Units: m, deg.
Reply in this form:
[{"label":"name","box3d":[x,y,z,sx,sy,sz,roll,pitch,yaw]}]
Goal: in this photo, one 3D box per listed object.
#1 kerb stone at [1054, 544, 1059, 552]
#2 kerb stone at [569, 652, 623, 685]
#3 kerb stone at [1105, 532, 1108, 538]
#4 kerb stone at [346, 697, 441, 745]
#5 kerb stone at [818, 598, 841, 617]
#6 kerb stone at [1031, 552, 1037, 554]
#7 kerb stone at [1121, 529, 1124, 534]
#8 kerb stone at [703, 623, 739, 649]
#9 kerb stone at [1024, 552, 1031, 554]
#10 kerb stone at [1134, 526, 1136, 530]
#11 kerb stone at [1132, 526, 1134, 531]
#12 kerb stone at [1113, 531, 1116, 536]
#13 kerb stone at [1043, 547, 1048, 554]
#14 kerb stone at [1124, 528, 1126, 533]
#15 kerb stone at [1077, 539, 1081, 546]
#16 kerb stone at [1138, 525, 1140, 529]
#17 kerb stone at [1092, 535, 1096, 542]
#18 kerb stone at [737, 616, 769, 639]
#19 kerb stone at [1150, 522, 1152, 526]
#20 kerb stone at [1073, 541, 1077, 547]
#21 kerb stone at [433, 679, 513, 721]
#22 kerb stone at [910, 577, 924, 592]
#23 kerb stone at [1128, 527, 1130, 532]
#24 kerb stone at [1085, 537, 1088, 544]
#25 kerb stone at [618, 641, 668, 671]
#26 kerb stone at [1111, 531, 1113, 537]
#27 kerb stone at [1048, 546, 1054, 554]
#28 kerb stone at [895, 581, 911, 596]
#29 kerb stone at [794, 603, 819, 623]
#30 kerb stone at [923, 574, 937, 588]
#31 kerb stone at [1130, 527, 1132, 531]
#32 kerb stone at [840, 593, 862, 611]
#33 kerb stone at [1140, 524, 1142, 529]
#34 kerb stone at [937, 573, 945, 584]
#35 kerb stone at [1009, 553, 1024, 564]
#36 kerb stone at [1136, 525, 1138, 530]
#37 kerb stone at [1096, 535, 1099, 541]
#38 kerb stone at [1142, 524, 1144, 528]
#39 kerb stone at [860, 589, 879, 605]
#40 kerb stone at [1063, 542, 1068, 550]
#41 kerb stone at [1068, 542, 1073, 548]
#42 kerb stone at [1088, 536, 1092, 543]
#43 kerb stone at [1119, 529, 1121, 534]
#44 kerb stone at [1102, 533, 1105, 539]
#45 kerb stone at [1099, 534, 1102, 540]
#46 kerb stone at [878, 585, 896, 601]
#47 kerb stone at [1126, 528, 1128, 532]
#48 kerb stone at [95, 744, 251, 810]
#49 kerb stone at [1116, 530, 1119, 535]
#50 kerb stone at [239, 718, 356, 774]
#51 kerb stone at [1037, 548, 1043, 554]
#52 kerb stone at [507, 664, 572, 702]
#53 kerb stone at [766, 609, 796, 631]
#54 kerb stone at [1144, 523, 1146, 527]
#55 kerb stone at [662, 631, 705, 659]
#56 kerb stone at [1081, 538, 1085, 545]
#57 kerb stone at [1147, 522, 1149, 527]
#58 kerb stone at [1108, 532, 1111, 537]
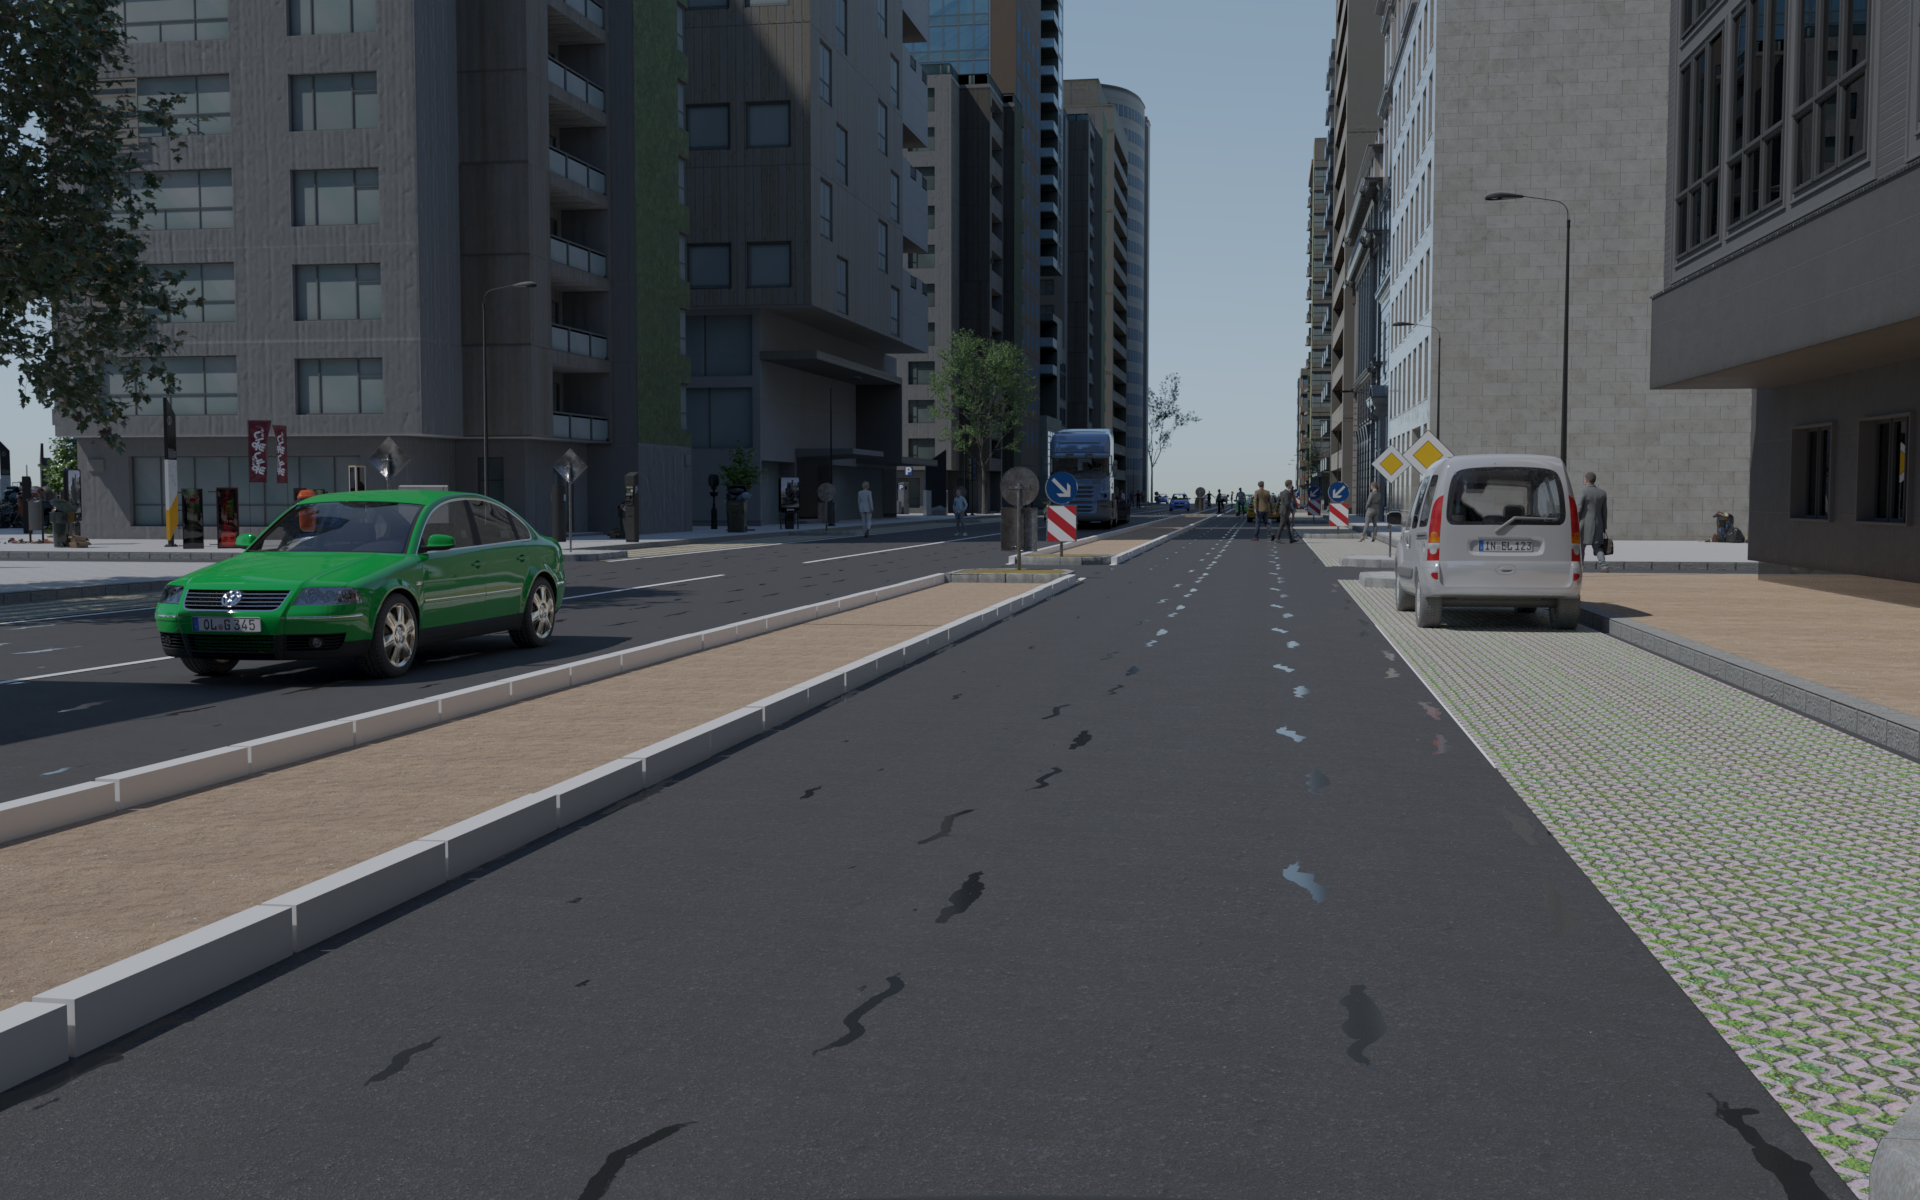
[{"label":"kerb stone","box3d":[2.225,-1.224,42.208,0.120,0.150,1.000,1,4,10]},{"label":"kerb stone","box3d":[-2.857,0.540,13.362,0.120,0.150,1.000,1,4,10]},{"label":"kerb stone","box3d":[4.541,-2.024,55.334,0.120,0.150,1.000,1,4,10]},{"label":"kerb stone","box3d":[-3.397,0.726,10.322,0.120,0.150,1.000,1,4,10]},{"label":"kerb stone","box3d":[-1.613,0.110,20.443,0.120,0.150,1.000,1,4,10]},{"label":"kerb stone","box3d":[1.516,-0.976,38.158,0.120,0.150,1.000,1,4,10]},{"label":"kerb stone","box3d":[5.612,-2.398,61.400,0.120,0.150,1.000,1,4,10]},{"label":"kerb stone","box3d":[-2.324,0.357,16.392,0.120,0.150,1.000,1,4,10]},{"label":"kerb stone","box3d":[1.334,-0.914,37.143,0.120,0.150,1.000,1,4,10]},{"label":"kerb stone","box3d":[6.673,-2.764,67.453,0.120,0.150,1.000,1,4,10]},{"label":"kerb stone","box3d":[6.500,-2.706,66.446,0.120,0.150,1.000,1,4,10]},{"label":"kerb stone","box3d":[5.074,-2.211,58.365,0.120,0.150,1.000,1,4,10]},{"label":"kerb stone","box3d":[1.869,-1.101,40.189,0.120,0.150,1.000,1,4,10]},{"label":"kerb stone","box3d":[5.784,-2.459,62.407,0.120,0.150,1.000,1,4,10]},{"label":"kerb stone","box3d":[3.121,-1.529,47.262,0.120,0.150,1.000,1,4,10]},{"label":"kerb stone","box3d":[7.033,-2.890,69.468,0.120,0.150,1.000,1,4,10]},{"label":"kerb stone","box3d":[3.831,-1.775,51.296,0.120,0.150,1.000,1,4,10]},{"label":"kerb stone","box3d":[-2.148,0.293,17.405,0.120,0.150,1.000,1,4,10]},{"label":"kerb stone","box3d":[8.272,-3.323,76.538,0.120,0.150,1.000,1,4,10]},{"label":"kerb stone","box3d":[2.943,-1.472,46.255,0.120,0.150,1.000,1,4,10]},{"label":"kerb stone","box3d":[-3.217,0.664,11.337,0.120,0.150,1.000,1,4,10]},{"label":"kerb stone","box3d":[-0.719,-0.202,25.494,0.120,0.150,1.000,1,4,10]},{"label":"kerb stone","box3d":[6.146,-2.582,64.422,0.120,0.150,1.000,1,4,10]},{"label":"kerb stone","box3d":[3.470,-1.655,49.284,0.120,0.150,1.000,1,4,10]},{"label":"kerb stone","box3d":[-2.677,0.478,14.378,0.120,0.150,1.000,1,4,10]},{"label":"kerb stone","box3d":[4.891,-2.150,57.351,0.120,0.150,1.000,1,4,10]},{"label":"kerb stone","box3d":[2.044,-1.162,41.196,0.120,0.150,1.000,1,4,10]},{"label":"kerb stone","box3d":[-0.895,-0.136,24.487,0.120,0.150,1.000,1,4,10]},{"label":"kerb stone","box3d":[-1.795,0.169,19.437,0.120,0.150,1.000,1,4,10]},{"label":"kerb stone","box3d":[-0.544,-0.263,26.504,0.120,0.150,1.000,1,4,10]},{"label":"kerb stone","box3d":[6.322,-2.644,65.428,0.120,0.150,1.000,1,4,10]},{"label":"kerb stone","box3d":[-1.425,0.045,21.456,0.120,0.150,1.000,1,4,10]},{"label":"kerb stone","box3d":[7.216,-2.953,70.473,0.120,0.150,1.000,1,4,10]},{"label":"kerb stone","box3d":[-0.369,-0.326,27.524,0.120,0.150,1.000,1,4,10]},{"label":"kerb stone","box3d":[1.150,-0.850,36.126,0.120,0.150,1.000,1,4,10]},{"label":"kerb stone","box3d":[6.853,-2.828,68.462,0.120,0.150,1.000,1,4,10]},{"label":"kerb stone","box3d":[4.012,-1.842,52.311,0.120,0.150,1.000,1,4,10]},{"label":"kerb stone","box3d":[7.384,-3.014,71.482,0.120,0.150,1.000,1,4,10]},{"label":"kerb stone","box3d":[-1.257,-0.017,22.474,0.120,0.150,1.000,1,4,10]},{"label":"kerb stone","box3d":[2.581,-1.345,44.237,0.120,0.150,1.000,1,4,10]},{"label":"kerb stone","box3d":[2.767,-1.403,45.249,0.120,0.150,1.000,1,4,10]},{"label":"kerb stone","box3d":[3.658,-1.718,50.288,0.120,0.150,1.000,1,4,10]},{"label":"kerb stone","box3d":[5.434,-2.330,60.384,0.120,0.150,1.000,1,4,10]},{"label":"kerb stone","box3d":[4.365,-1.965,54.327,0.120,0.150,1.000,1,4,10]},{"label":"kerb stone","box3d":[4.184,-1.904,53.319,0.120,0.150,1.000,1,4,10]},{"label":"kerb stone","box3d":[-1.070,-0.076,23.480,0.120,0.150,1.000,1,4,10]},{"label":"kerb stone","box3d":[5.968,-2.520,63.415,0.120,0.150,1.000,1,4,10]},{"label":"kerb stone","box3d":[-3.755,0.850,8.298,0.120,0.150,1.000,1,4,10]},{"label":"kerb stone","box3d":[5.250,-2.274,59.376,0.120,0.150,1.000,1,4,10]},{"label":"kerb stone","box3d":[-3.577,0.788,9.313,0.120,0.150,1.000,1,4,10]},{"label":"kerb stone","box3d":[1.698,-1.039,39.181,0.120,0.150,1.000,1,4,10]},{"label":"kerb stone","box3d":[-3.038,0.602,12.355,0.120,0.150,1.000,1,4,10]},{"label":"kerb stone","box3d":[-1.968,0.230,18.429,0.120,0.150,1.000,1,4,10]},{"label":"kerb stone","box3d":[7.565,-3.076,72.487,0.120,0.150,1.000,1,4,10]},{"label":"kerb stone","box3d":[-2.510,0.416,15.386,0.120,0.150,1.000,1,4,10]},{"label":"kerb stone","box3d":[3.294,-1.595,48.269,0.120,0.150,1.000,1,4,10]},{"label":"kerb stone","box3d":[7.924,-3.200,74.507,0.120,0.150,1.000,1,4,10]},{"label":"kerb stone","box3d":[4.719,-2.088,56.340,0.120,0.150,1.000,1,4,10]}]
